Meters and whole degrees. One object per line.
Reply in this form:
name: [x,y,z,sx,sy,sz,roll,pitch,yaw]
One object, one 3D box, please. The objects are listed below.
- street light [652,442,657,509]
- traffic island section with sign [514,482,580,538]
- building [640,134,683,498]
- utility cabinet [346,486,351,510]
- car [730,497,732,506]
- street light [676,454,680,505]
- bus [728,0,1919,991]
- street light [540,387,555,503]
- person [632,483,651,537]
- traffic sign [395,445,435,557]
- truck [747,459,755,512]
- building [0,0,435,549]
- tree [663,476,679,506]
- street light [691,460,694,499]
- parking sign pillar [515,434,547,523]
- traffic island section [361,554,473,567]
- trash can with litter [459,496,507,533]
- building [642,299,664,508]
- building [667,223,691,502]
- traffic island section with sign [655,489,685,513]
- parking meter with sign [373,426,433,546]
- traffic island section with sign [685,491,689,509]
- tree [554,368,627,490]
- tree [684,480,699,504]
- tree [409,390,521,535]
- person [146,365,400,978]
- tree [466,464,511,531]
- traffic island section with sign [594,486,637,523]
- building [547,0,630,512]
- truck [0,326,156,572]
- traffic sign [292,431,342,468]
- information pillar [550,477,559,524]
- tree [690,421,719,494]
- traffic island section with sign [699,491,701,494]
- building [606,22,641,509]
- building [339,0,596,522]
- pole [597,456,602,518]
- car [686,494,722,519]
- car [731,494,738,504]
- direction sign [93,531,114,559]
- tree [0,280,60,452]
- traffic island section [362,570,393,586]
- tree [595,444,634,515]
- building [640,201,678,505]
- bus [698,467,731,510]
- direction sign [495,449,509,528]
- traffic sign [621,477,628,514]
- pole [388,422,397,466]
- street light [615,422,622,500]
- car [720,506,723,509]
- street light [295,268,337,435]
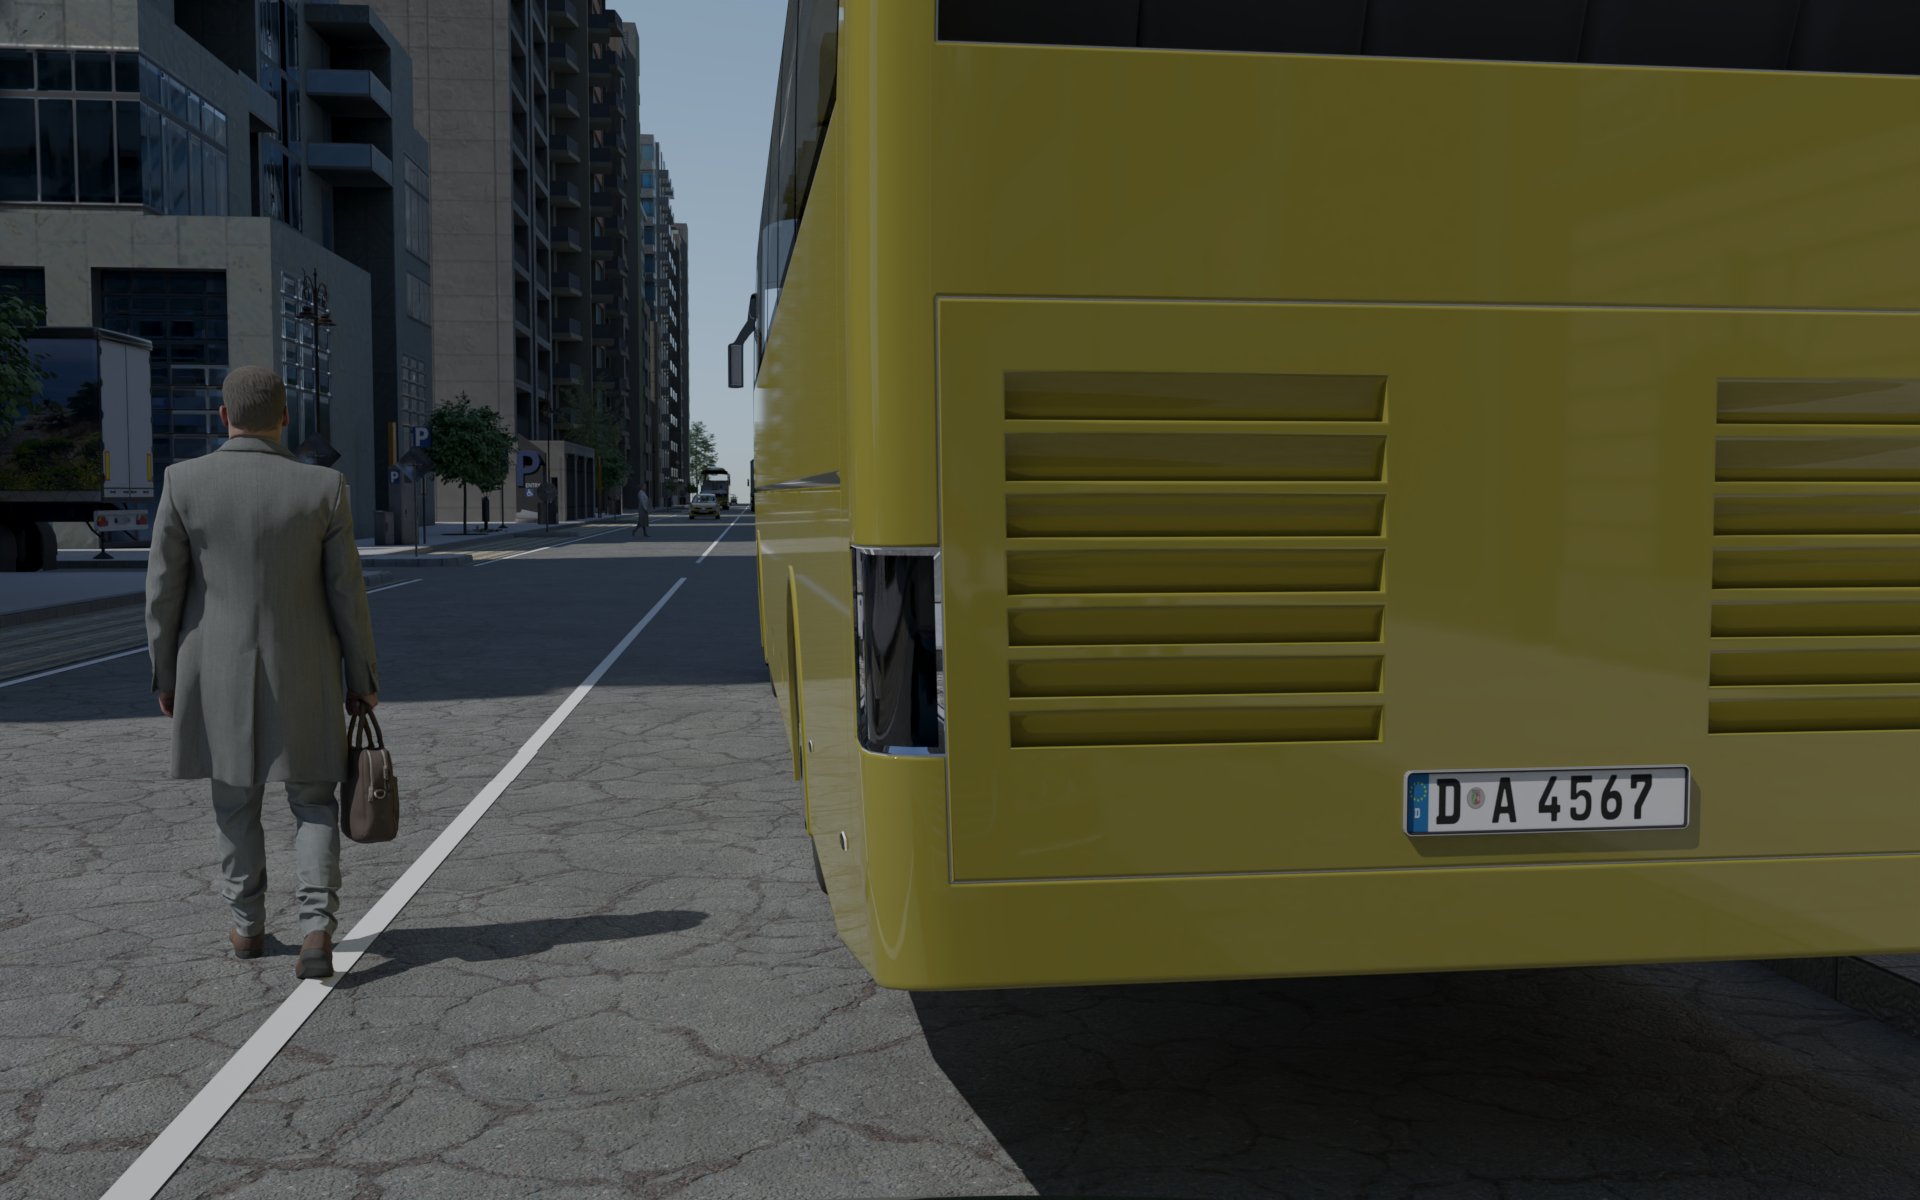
street light: [-26.528,-10.849,150.168,0.468,5.910,1.993,0,4,-7]
traffic island section with sign: [-13.746,-3.002,57.714,1.989,1.847,2.006,0,4,-7]
building: [-49.426,-37.364,230.504,23.786,49.044,30.456,0,4,-7]
utility cabinet: [-14.513,-1.919,40.051,0.318,1.500,1.173,1,4,10]
car: [-28.529,-12.267,209.363,1.959,1.807,4.718,0,4,-8]
street light: [-31.632,-13.551,194.346,0.468,5.910,1.993,0,4,-7]
bus: [0.250,-1.076,9.147,2.896,3.916,12.252,0,4,-8]
street light: [-17.780,-6.243,74.865,0.468,5.910,1.993,0,4,-7]
person: [-10.647,-2.999,57.756,0.641,1.798,0.478,0,4,7]
traffic sign: [-11.130,-1.943,35.410,0.795,2.450,0.064,0,4,-7]
truck: [-15.988,-9.404,142.667,2.839,4.237,11.283,-1,4,-8]
building: [-28.891,-45.228,52.142,22.319,86.520,31.000,0,4,-7]
tree: [-31.437,-11.774,187.107,1.663,3.219,1.824,0,3,0]
street light: [-35.990,-15.916,233.007,0.468,5.910,1.993,0,4,-7]
parking sign pillar: [-19.081,-5.420,77.085,1.447,3.967,1.447,1,4,10]
traffic island section: [-11.152,-0.807,35.469,2.009,0.180,2.903,0,4,-7]
trash can with litter: [-16.084,-2.882,58.174,1.678,1.210,2.233,-1,4,-9]
building: [-43.322,-19.652,166.342,27.650,21.520,28.899,0,4,-7]
building: [-46.957,-34.851,253.405,14.154,41.232,14.086,0,4,-7]
traffic island section with sign: [-22.636,-7.699,134.503,1.989,1.847,2.006,0,4,-7]
parking meter with sign: [-14.084,-2.904,43.738,0.543,3.016,1.738,1,4,21]
traffic island section with sign: [-25.732,-9.337,161.281,1.989,1.847,2.006,0,4,-7]
tree: [-21.763,-9.297,102.366,4.737,8.622,4.395,0,3,0]
tree: [-35.463,-14.183,226.485,1.663,3.219,1.824,0,3,0]
tree: [-15.522,-4.320,54.342,4.285,4.588,4.351,0,3,0]
person: [-2.074,0.205,5.244,0.694,1.812,0.767,-1,4,-19]
tree: [-16.469,-4.041,60.677,1.663,3.219,1.824,0,3,0]
traffic island section with sign: [-16.891,-4.671,84.999,1.989,1.847,2.006,0,4,-7]
building: [-35.509,-28.658,123.175,22.147,44.769,28.867,0,4,-7]
truck: [-20.079,-2.496,29.726,11.283,4.237,2.839,0,4,-5]
traffic sign: [-10.211,-1.458,27.478,0.795,2.450,0.064,0,4,-7]
information pillar: [-17.208,-4.221,73.507,0.304,2.012,0.304,-1,4,-17]
tree: [-40.910,-21.411,268.203,7.486,12.596,7.792,0,3,0]
traffic island section with sign: [-35.236,-14.350,243.250,1.989,1.847,2.006,0,4,-7]
building: [-34.201,-28.221,145.013,14.154,41.232,14.086,0,4,-7]
building: [-29.474,-39.649,86.509,20.563,71.187,20.611,0,4,-7]
pole: [-19.276,-6.040,92.602,0.158,3.312,0.155,0,3,0]
car: [-14.614,-5.439,99.154,2.015,1.641,3.980,0,4,-6]
car: [-31.975,-14.173,241.951,2.015,1.641,3.980,0,4,-6]
direction sign: [-16.934,-2.577,34.131,0.876,3.537,0.379,-3,4,-38]
tree: [-11.546,-2.126,18.480,4.285,4.588,4.351,0,3,0]
traffic island section: [-10.234,-0.321,27.537,2.009,0.180,2.903,0,4,-7]
tree: [-21.797,-7.528,106.789,4.285,4.588,4.351,0,3,0]
building: [-49.814,-31.279,203.296,32.217,40.220,23.993,0,4,-7]
bus: [-22.619,-10.332,160.473,2.896,3.916,12.252,0,4,-7]
direction sign: [-17.135,-4.455,64.833,0.379,3.537,0.876,1,4,17]
traffic sign: [-21.507,-6.727,110.092,0.768,2.556,0.104,0,4,-1]
pole: [-16.139,-3.392,49.306,0.158,3.312,0.155,0,3,0]
street light: [-22.026,-8.485,111.523,0.468,5.910,1.993,0,4,-7]
car: [-24.190,-9.752,172.020,1.945,1.354,3.894,0,4,-5]
street light: [-13.172,-3.839,35.551,0.468,5.910,1.993,0,4,-7]
